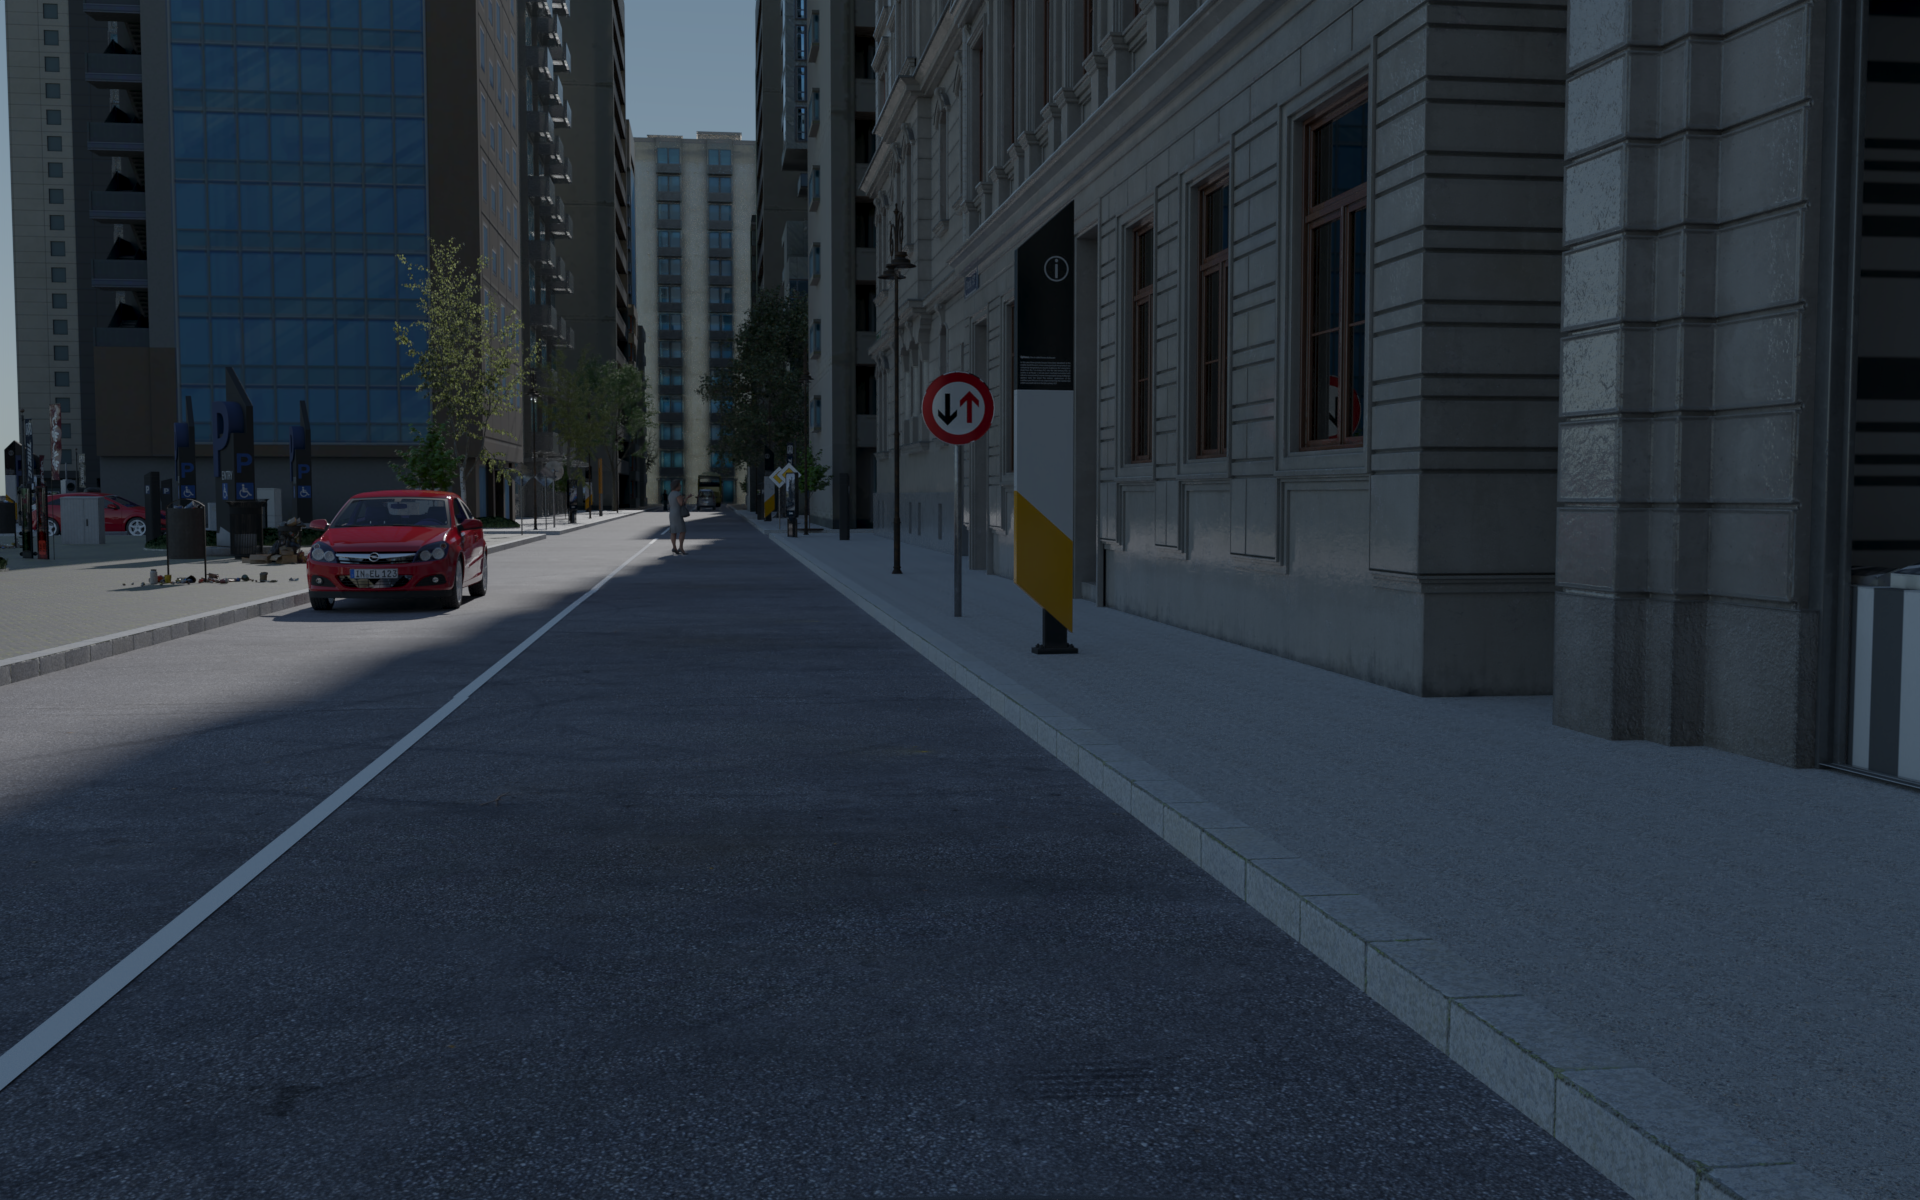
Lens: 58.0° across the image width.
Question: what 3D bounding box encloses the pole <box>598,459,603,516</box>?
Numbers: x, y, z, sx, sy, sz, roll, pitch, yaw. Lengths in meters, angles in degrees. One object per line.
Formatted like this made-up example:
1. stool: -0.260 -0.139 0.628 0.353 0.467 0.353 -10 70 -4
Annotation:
1. pole: -20.693 -6.474 99.692 0.158 3.312 0.155 0 3 0

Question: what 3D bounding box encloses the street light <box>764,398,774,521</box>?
1. street light: -9.177 -6.782 83.681 0.468 5.910 1.993 -1 4 -8

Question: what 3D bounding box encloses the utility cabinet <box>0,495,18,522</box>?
1. utility cabinet: -43.179 -4.131 78.703 0.306 1.237 1.020 1 4 23

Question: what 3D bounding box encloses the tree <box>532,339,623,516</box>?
1. tree: -18.463 -8.115 83.048 4.737 8.622 4.395 0 3 0

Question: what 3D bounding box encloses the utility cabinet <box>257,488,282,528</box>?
1. utility cabinet: -25.686 -3.412 64.459 1.173 1.500 0.318 3 4 38

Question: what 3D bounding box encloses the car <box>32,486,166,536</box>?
1. car: -27.940 -2.907 56.574 4.494 1.783 2.155 0 4 -6

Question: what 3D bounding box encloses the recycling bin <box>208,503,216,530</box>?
1. recycling bin: -21.486 -2.315 50.408 0.722 1.027 0.722 -2 4 -23

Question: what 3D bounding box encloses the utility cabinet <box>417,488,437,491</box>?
1. utility cabinet: -19.067 -3.275 62.218 1.173 1.500 0.318 2 4 33

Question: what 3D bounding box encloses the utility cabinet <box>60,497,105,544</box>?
1. utility cabinet: -22.572 -2.043 44.557 1.020 1.237 0.306 0 4 3

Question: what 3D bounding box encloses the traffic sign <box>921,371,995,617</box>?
1. traffic sign: -0.020 -1.097 18.041 0.768 2.556 0.104 0 4 -5

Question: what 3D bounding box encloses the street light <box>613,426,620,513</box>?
1. street light: -23.234 -8.840 117.319 0.468 5.910 1.993 -1 4 -8

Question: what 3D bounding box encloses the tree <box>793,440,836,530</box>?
1. tree: -5.351 -4.103 61.682 1.663 3.219 1.824 0 3 0

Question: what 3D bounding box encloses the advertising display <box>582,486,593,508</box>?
1. advertising display: -28.657 -7.837 133.341 0.974 1.923 0.123 2 4 32

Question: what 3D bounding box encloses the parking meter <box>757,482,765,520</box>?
1. parking meter: -9.861 -4.902 85.860 0.255 1.863 0.399 2 4 34

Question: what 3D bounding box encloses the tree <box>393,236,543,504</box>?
1. tree: -14.184 -6.066 49.534 4.360 8.622 3.978 0 3 0

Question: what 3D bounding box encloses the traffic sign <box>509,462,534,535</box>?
1. traffic sign: -13.643 -3.074 53.903 0.795 2.450 0.064 -1 4 -8

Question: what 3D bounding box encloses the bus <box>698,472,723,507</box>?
1. bus: -27.866 -12.324 193.045 2.896 3.916 12.252 0 4 -8

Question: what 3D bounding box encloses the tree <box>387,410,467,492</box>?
1. tree: -12.183 -2.780 40.051 1.663 3.219 1.824 0 3 0

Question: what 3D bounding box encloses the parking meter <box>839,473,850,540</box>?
1. parking meter: -3.213 -2.598 48.194 0.255 1.863 0.399 0 4 4

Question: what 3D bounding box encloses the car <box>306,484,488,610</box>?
1. car: -7.337 -0.843 22.822 2.155 1.783 4.494 -1 4 -9

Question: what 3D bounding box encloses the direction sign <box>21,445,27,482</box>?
1. direction sign: -43.358 -5.414 80.515 0.379 3.537 0.876 0 3 0

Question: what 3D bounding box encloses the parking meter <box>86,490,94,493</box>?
1. parking meter: -48.869 -5.439 97.346 0.372 1.533 0.369 0 3 0

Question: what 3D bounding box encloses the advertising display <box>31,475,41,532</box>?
1. advertising display: -31.540 -3.299 59.150 0.123 1.923 0.974 -3 4 -38

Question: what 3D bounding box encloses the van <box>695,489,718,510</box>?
1. van: -22.757 -9.072 155.337 2.013 2.044 4.112 0 4 -7

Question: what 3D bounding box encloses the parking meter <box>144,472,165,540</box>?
1. parking meter: -20.990 -2.405 45.025 0.399 1.863 0.255 3 5 39

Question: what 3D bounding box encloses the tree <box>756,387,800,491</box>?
1. tree: -10.904 -9.290 102.251 4.360 8.622 3.978 0 3 0

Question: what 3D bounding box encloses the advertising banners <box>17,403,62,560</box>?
1. advertising banners: -18.047 -2.313 33.999 2.074 3.025 0.090 3 5 41

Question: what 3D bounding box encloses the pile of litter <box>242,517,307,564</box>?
1. pile of litter: -12.615 -1.111 32.135 1.176 0.858 1.719 -3 5 -42

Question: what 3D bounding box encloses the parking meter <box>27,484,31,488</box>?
1. parking meter: -35.817 -3.744 66.927 0.399 1.863 0.255 0 4 -7

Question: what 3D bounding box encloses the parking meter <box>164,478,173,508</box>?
1. parking meter: -29.478 -3.587 64.350 0.399 1.863 0.255 -1 4 -18

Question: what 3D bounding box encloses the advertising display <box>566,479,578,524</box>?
1. advertising display: -16.967 -4.315 75.770 0.123 1.923 0.974 1 4 8

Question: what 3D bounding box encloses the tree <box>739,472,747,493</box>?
1. tree: -17.908 -9.243 145.720 1.663 3.219 1.824 0 3 0

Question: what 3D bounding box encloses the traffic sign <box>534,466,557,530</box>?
1. traffic sign: -14.777 -3.558 61.808 0.795 2.450 0.064 -1 4 -8

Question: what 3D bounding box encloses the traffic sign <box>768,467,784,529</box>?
1. traffic sign: -6.564 -3.628 62.961 0.795 2.450 0.064 -1 4 -8

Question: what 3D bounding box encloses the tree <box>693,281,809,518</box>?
1. tree: -9.529 -10.785 93.338 9.611 12.733 9.660 0 3 0

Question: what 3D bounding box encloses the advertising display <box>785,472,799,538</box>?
1. advertising display: -4.979 -2.824 51.378 0.123 1.923 0.974 -1 4 -22

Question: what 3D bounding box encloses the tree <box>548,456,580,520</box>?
1. tree: -19.880 -5.663 87.188 1.663 3.219 1.824 0 3 0

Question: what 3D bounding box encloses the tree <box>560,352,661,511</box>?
1. tree: -25.683 -12.360 127.848 9.928 11.665 9.643 0 3 0

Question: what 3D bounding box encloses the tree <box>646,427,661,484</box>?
1. tree: -34.705 -14.644 189.786 4.360 8.622 3.978 0 3 0

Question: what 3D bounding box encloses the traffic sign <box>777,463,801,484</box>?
1. traffic sign: -5.430 -3.145 55.057 0.795 2.450 0.064 -1 4 -8

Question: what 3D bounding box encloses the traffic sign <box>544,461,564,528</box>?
1. traffic sign: -15.492 -4.034 66.060 0.768 2.556 0.104 0 4 -5
